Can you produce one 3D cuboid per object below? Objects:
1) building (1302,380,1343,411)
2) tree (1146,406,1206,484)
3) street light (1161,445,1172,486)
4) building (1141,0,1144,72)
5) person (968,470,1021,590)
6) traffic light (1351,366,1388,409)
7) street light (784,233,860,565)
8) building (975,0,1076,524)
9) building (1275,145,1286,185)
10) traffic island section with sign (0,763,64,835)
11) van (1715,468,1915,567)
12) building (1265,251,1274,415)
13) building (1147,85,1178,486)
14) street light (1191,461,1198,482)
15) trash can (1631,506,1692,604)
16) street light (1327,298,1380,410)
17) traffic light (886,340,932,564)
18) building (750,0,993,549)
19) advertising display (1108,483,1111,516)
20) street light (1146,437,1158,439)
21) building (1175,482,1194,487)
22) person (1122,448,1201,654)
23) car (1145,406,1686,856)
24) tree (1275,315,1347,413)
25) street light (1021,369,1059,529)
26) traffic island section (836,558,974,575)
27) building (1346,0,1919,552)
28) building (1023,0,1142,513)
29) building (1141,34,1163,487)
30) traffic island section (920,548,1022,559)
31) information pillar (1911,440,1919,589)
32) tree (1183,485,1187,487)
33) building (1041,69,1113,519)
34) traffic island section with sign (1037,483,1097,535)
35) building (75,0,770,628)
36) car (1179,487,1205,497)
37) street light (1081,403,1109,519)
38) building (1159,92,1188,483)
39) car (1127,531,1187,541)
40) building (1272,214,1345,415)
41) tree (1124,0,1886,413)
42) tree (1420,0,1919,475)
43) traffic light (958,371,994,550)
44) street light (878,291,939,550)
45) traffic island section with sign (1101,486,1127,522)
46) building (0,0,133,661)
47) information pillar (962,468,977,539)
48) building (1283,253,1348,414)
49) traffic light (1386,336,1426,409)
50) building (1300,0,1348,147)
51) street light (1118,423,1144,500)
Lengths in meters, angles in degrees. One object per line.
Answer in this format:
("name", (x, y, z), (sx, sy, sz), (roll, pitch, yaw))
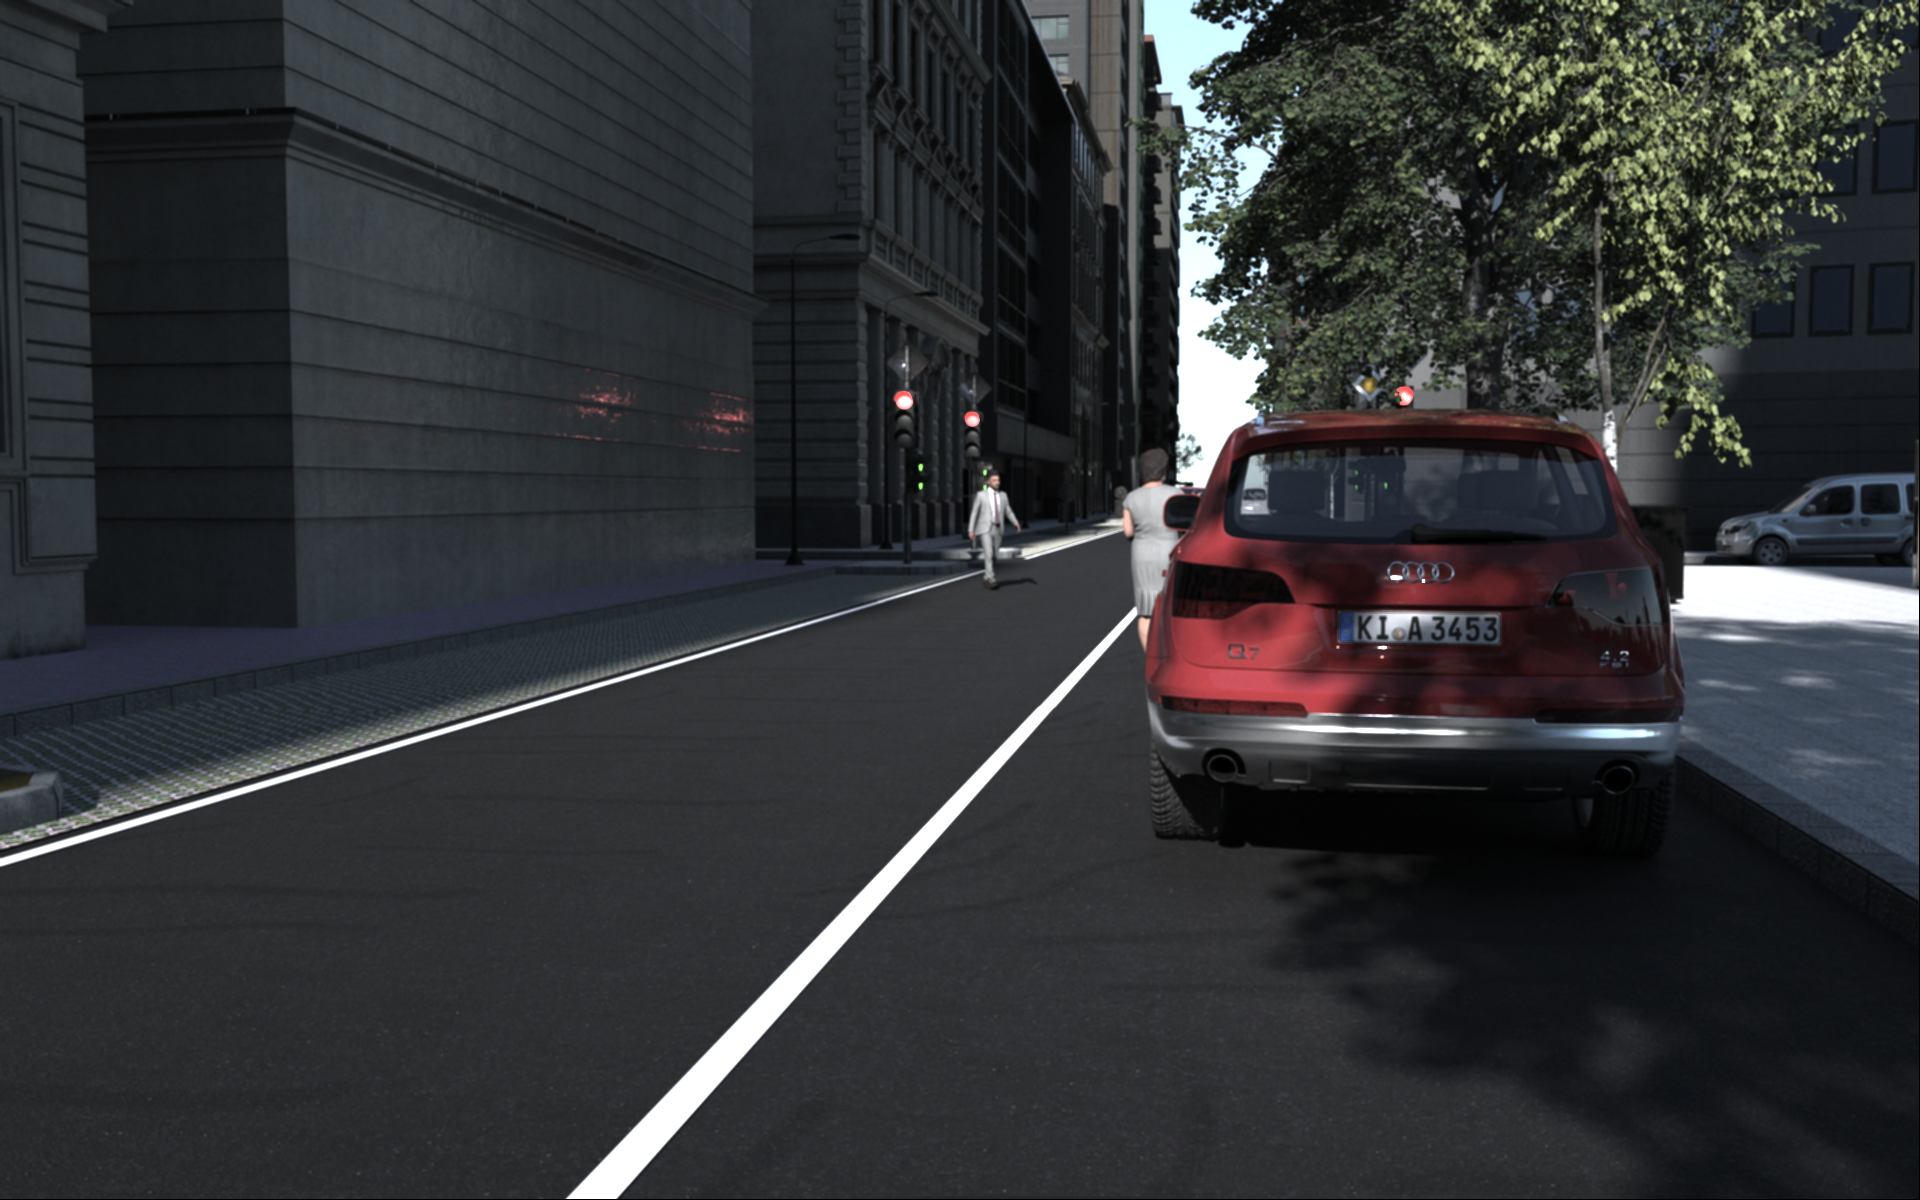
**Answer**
("building", (29.964, -47.508, 89.423), (22.319, 86.520, 31.000), (1, 4, 9))
("tree", (21.782, -15.174, 182.503), (8.767, 10.594, 7.601), (1, 4, 13))
("street light", (19.303, -11.731, 164.340), (1.470, 5.913, 1.316), (1, 4, 9))
("building", (3.512, -31.584, 140.102), (21.300, 48.544, 21.600), (1, 4, 9))
("person", (0.485, -1.059, 26.086), (0.678, 1.792, 0.850), (-2, 4, -24))
("traffic light", (8.992, -3.013, 38.188), (0.839, 4.253, 0.868), (1, 4, 9))
("street light", (-2.459, -3.577, 31.021), (1.470, 5.913, 1.316), (1, 4, 9))
("building", (-3.479, -15.657, 75.055), (14.314, 24.678, 30.058), (1, 4, 9))
("building", (52.065, -36.910, 227.178), (21.300, 48.544, 21.600), (1, 4, 9))
("traffic island section with sign", (-5.004, 0.084, 7.247), (1.989, 1.847, 2.006), (1, 4, 9))
("van", (16.984, -1.637, 33.769), (4.112, 2.044, 2.013), (1, 4, 10))
("building", (55.705, -36.550, 252.220), (22.147, 44.769, 28.867), (1, 4, 9))
("building", (14.985, -35.784, 208.769), (21.300, 48.544, 21.600), (1, 4, 9))
("street light", (32.550, -16.685, 245.338), (1.470, 5.913, 1.316), (1, 4, 9))
("trash can", (8.175, -0.531, 20.330), (0.748, 1.137, 0.748), (0, 3, 0))
("street light", (9.158, -4.144, 40.288), (1.470, 5.913, 1.316), (1, 4, 9))
("traffic light", (-0.948, -2.617, 31.703), (0.839, 4.253, 0.868), (1, 4, 9))
("building", (-5.560, -13.508, 49.739), (11.050, 23.489, 19.941), (1, 4, 9))
("advertising display", (8.662, -5.815, 100.289), (0.123, 1.923, 0.974), (0, 4, 8))
("street light", (15.322, -10.272, 140.480), (1.470, 5.913, 1.316), (1, 4, 9))
("building", (18.809, -34.726, 259.647), (32.217, 40.220, 23.993), (1, 4, 9))
("person", (1.626, -0.274, 13.342), (0.716, 1.782, 0.532), (1, 4, 21))
("car", (2.091, 0.009, 8.532), (2.281, 1.827, 5.304), (1, 4, 11))
("tree", (14.892, -7.291, 69.570), (4.360, 8.622, 3.978), (0, 3, 0))
("street light", (2.965, -5.616, 64.364), (1.470, 5.913, 1.316), (1, 4, 9))
("traffic island section", (-0.986, -0.585, 31.844), (2.009, 0.180, 2.903), (1, 4, 9))
("building", (25.315, -30.770, 45.081), (28.212, 58.520, 21.231), (1, 4, 9))
("building", (5.247, -26.792, 121.641), (14.154, 41.232, 14.086), (1, 4, 9))
("building", (7.773, -31.227, 165.189), (22.147, 44.769, 28.867), (1, 4, 9))
("traffic island section", (0.305, -1.067, 39.724), (2.009, 0.180, 2.903), (1, 4, 9))
("information pillar", (13.079, -1.156, 23.390), (0.304, 2.012, 0.304), (1, 4, 17))
("tree", (35.639, -16.975, 272.139), (1.663, 3.219, 1.824), (0, 3, 0))
("building", (1.844, -18.638, 102.000), (12.463, 27.353, 25.104), (1, 4, 9))
("traffic island section with sign", (3.805, -3.207, 61.063), (1.989, 1.847, 2.006), (1, 4, 9))
("building", (-26.217, -15.319, 26.875), (44.131, 29.872, 17.030), (1, 4, 9))
("car", (11.779, -4.872, 88.326), (2.281, 1.827, 5.304), (1, 4, 9))
("street light", (6.904, -7.091, 88.481), (1.470, 5.913, 1.316), (1, 4, 9))
("building", (15.787, -39.418, 233.721), (28.713, 52.752, 27.495), (1, 4, 9))
("car", (6.270, -2.617, 54.582), (2.131, 1.459, 4.920), (1, 4, 9))
("building", (35.825, -23.691, 159.046), (14.160, 30.474, 14.107), (1, 4, 9))
("tree", (7.091, -7.110, 22.896), (9.857, 13.997, 8.962), (0, 3, 0))
("tree", (6.123, -3.986, 15.526), (4.737, 8.622, 4.395), (0, 3, 0))
("traffic light", (0.343, -3.099, 39.583), (0.839, 4.253, 0.868), (1, 4, 9))
("street light", (-1.173, -4.115, 39.823), (1.470, 5.913, 1.316), (1, 4, 9))
("traffic island section with sign", (8.228, -4.856, 88.028), (1.989, 1.847, 2.006), (1, 4, 9))
("building", (-13.670, -10.315, 4.809), (11.583, 22.565, 21.152), (1, 4, 9))
("information pillar", (0.272, -2.732, 49.156), (0.304, 2.012, 0.304), (-3, 5, -45))
("building", (39.939, -17.851, 136.900), (27.650, 21.520, 28.899), (1, 4, 9))
("traffic light", (7.701, -2.531, 30.307), (0.839, 4.253, 0.868), (1, 4, 9))
("building", (42.461, -45.017, 174.277), (20.563, 71.187, 20.611), (1, 4, 9))
("street light", (11.337, -8.751, 115.616), (1.470, 5.913, 1.316), (1, 4, 9))
